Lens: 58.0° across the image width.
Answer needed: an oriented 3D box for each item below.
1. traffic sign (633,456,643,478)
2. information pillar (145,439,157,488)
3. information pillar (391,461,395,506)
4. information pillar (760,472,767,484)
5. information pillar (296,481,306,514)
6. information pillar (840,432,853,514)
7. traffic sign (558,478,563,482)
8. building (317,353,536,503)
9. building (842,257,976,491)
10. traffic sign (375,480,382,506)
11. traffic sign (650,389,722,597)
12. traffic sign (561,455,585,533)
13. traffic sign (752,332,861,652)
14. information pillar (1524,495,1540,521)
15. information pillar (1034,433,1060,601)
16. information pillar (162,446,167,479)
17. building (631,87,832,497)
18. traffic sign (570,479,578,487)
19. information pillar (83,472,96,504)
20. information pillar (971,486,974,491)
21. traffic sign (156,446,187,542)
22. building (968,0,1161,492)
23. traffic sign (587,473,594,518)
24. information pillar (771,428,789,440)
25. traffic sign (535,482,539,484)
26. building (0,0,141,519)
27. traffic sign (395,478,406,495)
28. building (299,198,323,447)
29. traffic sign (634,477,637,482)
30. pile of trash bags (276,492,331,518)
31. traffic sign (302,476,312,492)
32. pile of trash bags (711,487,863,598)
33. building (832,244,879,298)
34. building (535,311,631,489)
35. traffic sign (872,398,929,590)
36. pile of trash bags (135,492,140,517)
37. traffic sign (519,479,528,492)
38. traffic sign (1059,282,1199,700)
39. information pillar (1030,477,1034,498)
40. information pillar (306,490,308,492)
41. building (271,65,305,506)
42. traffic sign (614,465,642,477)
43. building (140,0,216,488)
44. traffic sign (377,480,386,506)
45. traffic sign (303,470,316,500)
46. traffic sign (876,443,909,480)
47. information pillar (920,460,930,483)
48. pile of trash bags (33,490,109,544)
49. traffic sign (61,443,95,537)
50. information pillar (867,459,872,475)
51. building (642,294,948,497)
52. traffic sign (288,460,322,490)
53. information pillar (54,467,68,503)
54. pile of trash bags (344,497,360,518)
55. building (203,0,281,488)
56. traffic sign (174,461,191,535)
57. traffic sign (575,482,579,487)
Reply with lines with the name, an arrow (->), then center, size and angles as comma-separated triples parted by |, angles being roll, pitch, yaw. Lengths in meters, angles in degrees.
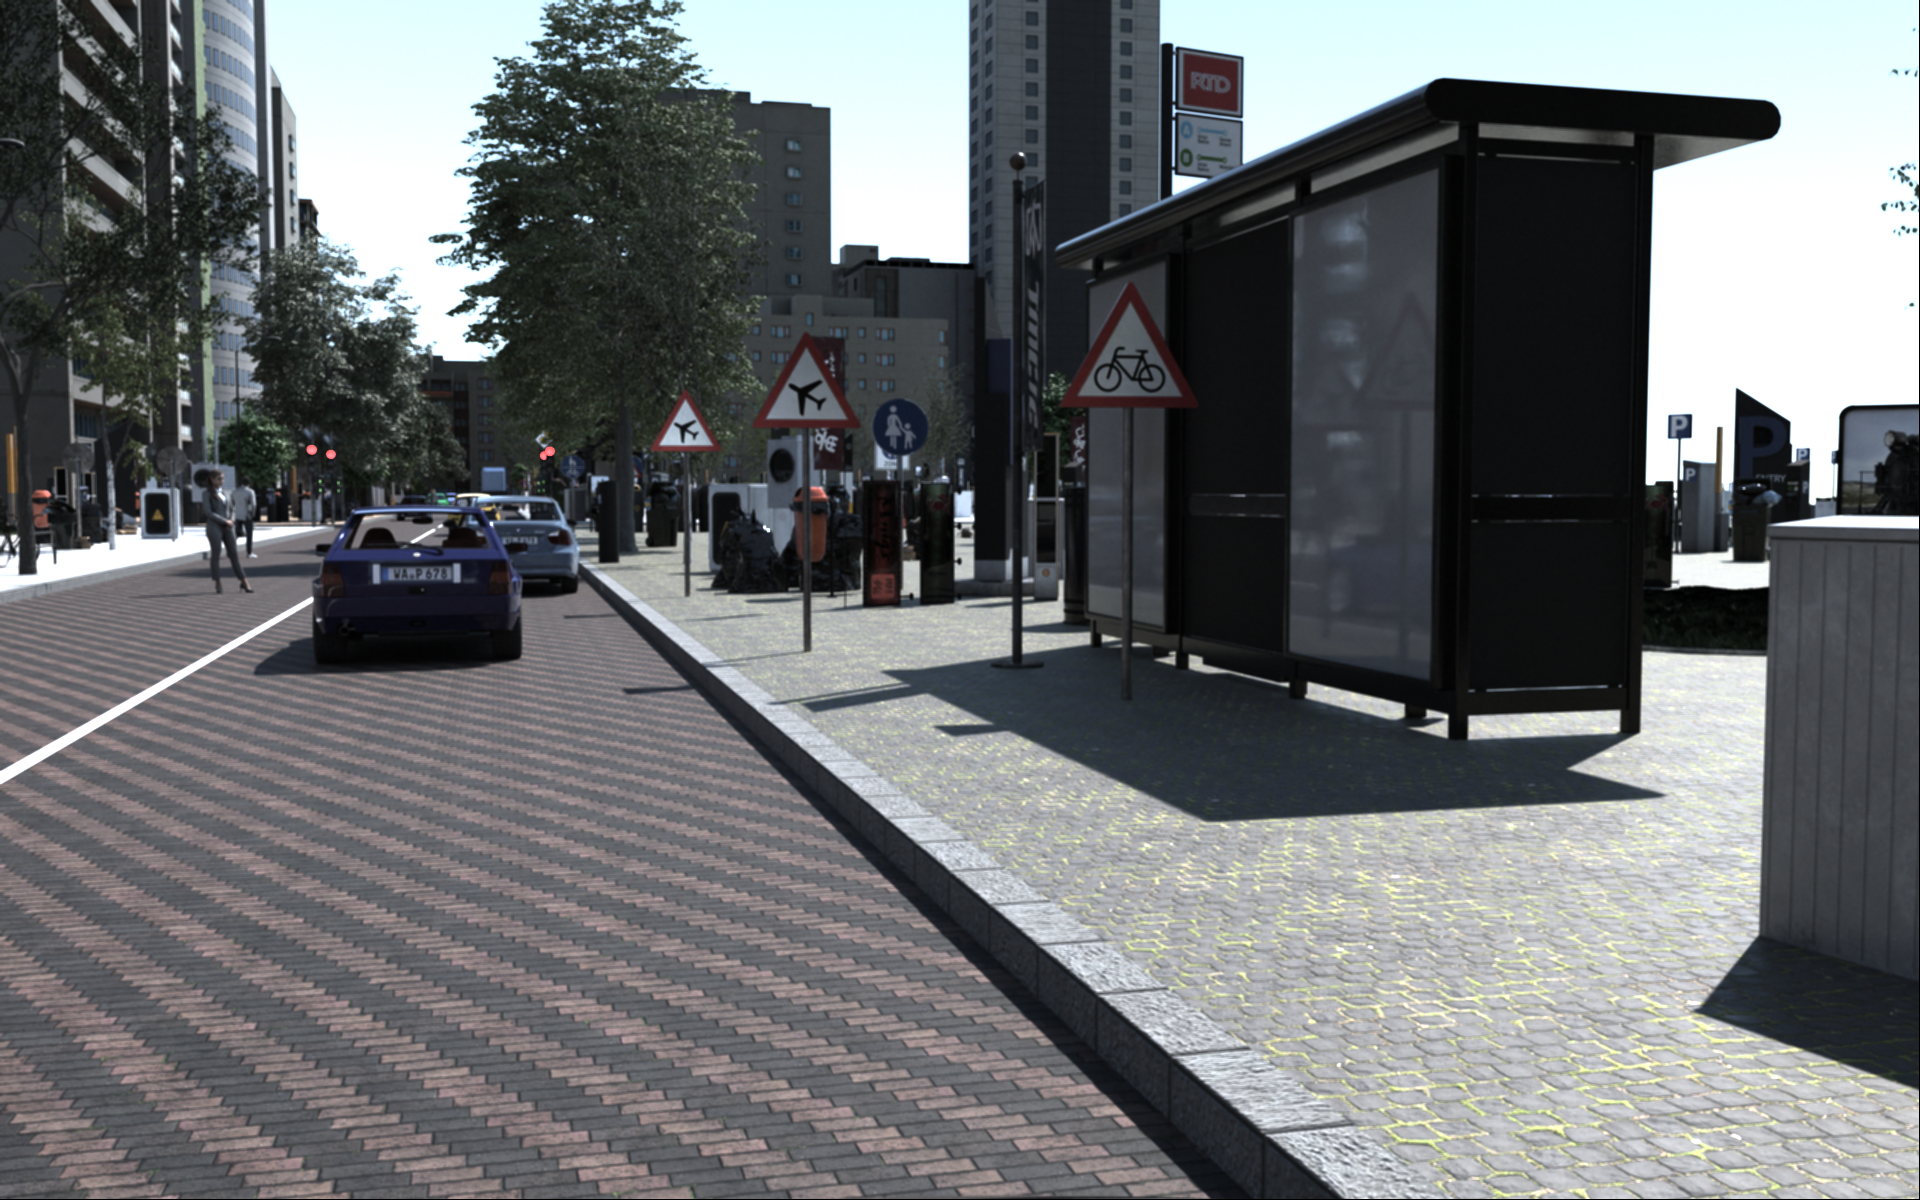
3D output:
traffic sign -> -10.796, -3.477, 56.948 | 0.768, 2.556, 0.104 | 0, 4, -6
information pillar -> -34.581, -5.062, 74.117 | 0.183, 3.616, 0.504 | 2, 4, 32
information pillar -> -39.648, -7.935, 121.086 | 0.183, 3.616, 0.504 | -2, 4, -34
information pillar -> -6.488, -3.266, 57.892 | 0.304, 2.012, 0.304 | -2, 4, -31
information pillar -> -36.549, -5.584, 95.790 | 0.304, 2.012, 0.304 | 3, 5, 42
information pillar -> -4.253, -4.506, 65.027 | 0.504, 3.616, 0.183 | -1, 4, -18
traffic sign -> -31.647, -8.342, 136.496 | 0.768, 2.556, 0.104 | 0, 4, -7
building -> -77.590, -25.044, 254.504 | 28.899, 21.520, 27.650 | -1, 4, -15
building -> -6.505, -27.141, 215.459 | 14.107, 30.474, 14.160 | -1, 4, -15
traffic sign -> -40.278, -7.307, 119.568 | 0.768, 2.556, 0.104 | -1, 4, -11
traffic sign -> -3.412, -1.321, 21.604 | 0.884, 2.594, 0.081 | -1, 4, -9
traffic sign -> -12.639, -3.453, 56.568 | 0.768, 2.556, 0.104 | -1, 4, -8
traffic sign -> -1.243, -0.857, 14.023 | 0.884, 2.594, 0.081 | -1, 4, -14
information pillar -> 13.579, -2.240, 41.111 | 0.304, 2.012, 0.304 | 2, 4, 34
information pillar -> 1.043, -1.003, 20.893 | 0.304, 2.012, 0.304 | 0, 4, 4
information pillar -> -39.075, -5.737, 85.159 | 0.183, 3.616, 0.504 | -1, 4, -12
building -> -27.315, -35.541, 204.789 | 21.300, 48.544, 21.600 | -1, 4, -15
traffic sign -> -33.578, -9.224, 150.924 | 0.768, 2.556, 0.104 | -1, 4, -9
information pillar -> -29.481, -3.315, 58.699 | 0.304, 2.012, 0.304 | -1, 4, -11
information pillar -> 1.139, -9.471, 159.348 | 0.304, 2.012, 0.304 | 0, 4, 6
traffic sign -> -20.997, -2.817, 46.169 | 0.768, 2.556, 0.104 | -1, 4, -11
building -> 11.384, -47.477, 214.505 | 20.611, 71.187, 20.563 | -1, 4, -15
traffic sign -> -17.808, -5.021, 84.219 | 0.606, 2.300, 0.079 | -1, 4, -10
information pillar -> -4.665, -3.270, 44.821 | 0.504, 3.616, 0.183 | -1, 4, -12
traffic sign -> -32.354, -8.169, 133.662 | 0.768, 2.556, 0.104 | -1, 4, -9
building -> -56.387, -28.559, 90.634 | 21.300, 48.544, 21.600 | -1, 4, -15
traffic sign -> -43.344, -8.201, 134.189 | 0.768, 2.556, 0.104 | -1, 4, -12
building -> -105.312, -36.035, 243.792 | 28.867, 44.769, 22.147 | -1, 4, -15
traffic sign -> -12.020, -3.721, 62.969 | 0.606, 2.300, 0.079 | -1, 4, -10
pile of trash bags -> -34.578, -4.991, 91.359 | 3.447, 1.369, 1.912 | -1, 4, -13
traffic sign -> -37.405, -6.082, 99.553 | 0.768, 2.556, 0.104 | -1, 4, -8
pile of trash bags -> -2.174, -0.797, 22.780 | 1.912, 1.369, 3.447 | -1, 4, -15
building -> -15.530, -35.518, 272.595 | 23.993, 40.220, 32.217 | -1, 4, -15
building -> -54.921, -29.418, 252.686 | 14.107, 30.474, 14.160 | -1, 4, -15
traffic sign -> -0.803, -1.412, 23.188 | 0.768, 2.556, 0.104 | -1, 4, -9
pile of trash bags -> -45.466, -5.292, 96.278 | 1.912, 1.369, 3.447 | -1, 4, -13
traffic sign -> -36.623, -8.881, 145.304 | 0.768, 2.556, 0.104 | -1, 4, -10
traffic sign -> 1.039, -0.656, 10.733 | 0.884, 2.594, 0.081 | -1, 4, -10
information pillar -> 6.312, -9.819, 151.894 | 0.504, 3.616, 0.183 | -2, 4, -34
information pillar -> -44.059, -6.882, 117.012 | 0.304, 2.012, 0.304 | -2, 4, -26
building -> -84.349, -34.588, 189.221 | 21.600, 48.544, 21.300 | -1, 4, -15
traffic sign -> -10.561, -3.369, 55.080 | 0.884, 2.594, 0.081 | -1, 4, -14
building -> -61.119, -26.772, 121.319 | 14.154, 41.232, 14.086 | -1, 4, -15
traffic sign -> -43.216, -7.785, 129.411 | 0.606, 2.300, 0.079 | 0, 4, -8
traffic sign -> -33.585, -5.473, 89.585 | 0.768, 2.556, 0.104 | -1, 4, -9
traffic sign -> -1.186, -1.719, 30.239 | 0.606, 2.300, 0.079 | -1, 4, -10
information pillar -> -2.303, -7.818, 119.186 | 0.504, 3.616, 0.183 | 2, 4, 31
pile of trash bags -> -23.136, -2.128, 44.541 | 1.912, 1.369, 3.447 | -1, 4, -12
traffic sign -> -21.860, -2.620, 42.946 | 0.768, 2.556, 0.104 | -1, 4, -10
information pillar -> -6.065, -7.660, 116.590 | 0.183, 3.616, 0.504 | -3, 4, -37
building -> -18.266, -20.605, 181.929 | 27.650, 21.520, 28.899 | -1, 4, -15
traffic sign -> -39.111, -6.694, 103.314 | 2.265, 3.308, 0.079 | -1, 4, -11
information pillar -> -24.690, -2.636, 47.592 | 0.304, 2.012, 0.304 | -2, 4, -32
pile of trash bags -> -34.353, -5.188, 94.583 | 3.447, 1.369, 1.912 | 1, 4, 11
building -> -73.953, -37.436, 154.078 | 21.231, 58.520, 28.212 | -1, 4, -15
traffic sign -> -24.316, -3.178, 54.098 | 0.606, 2.300, 0.079 | -1, 4, -11
traffic sign -> -27.925, -7.807, 127.642 | 0.884, 2.594, 0.081 | -1, 4, -10
